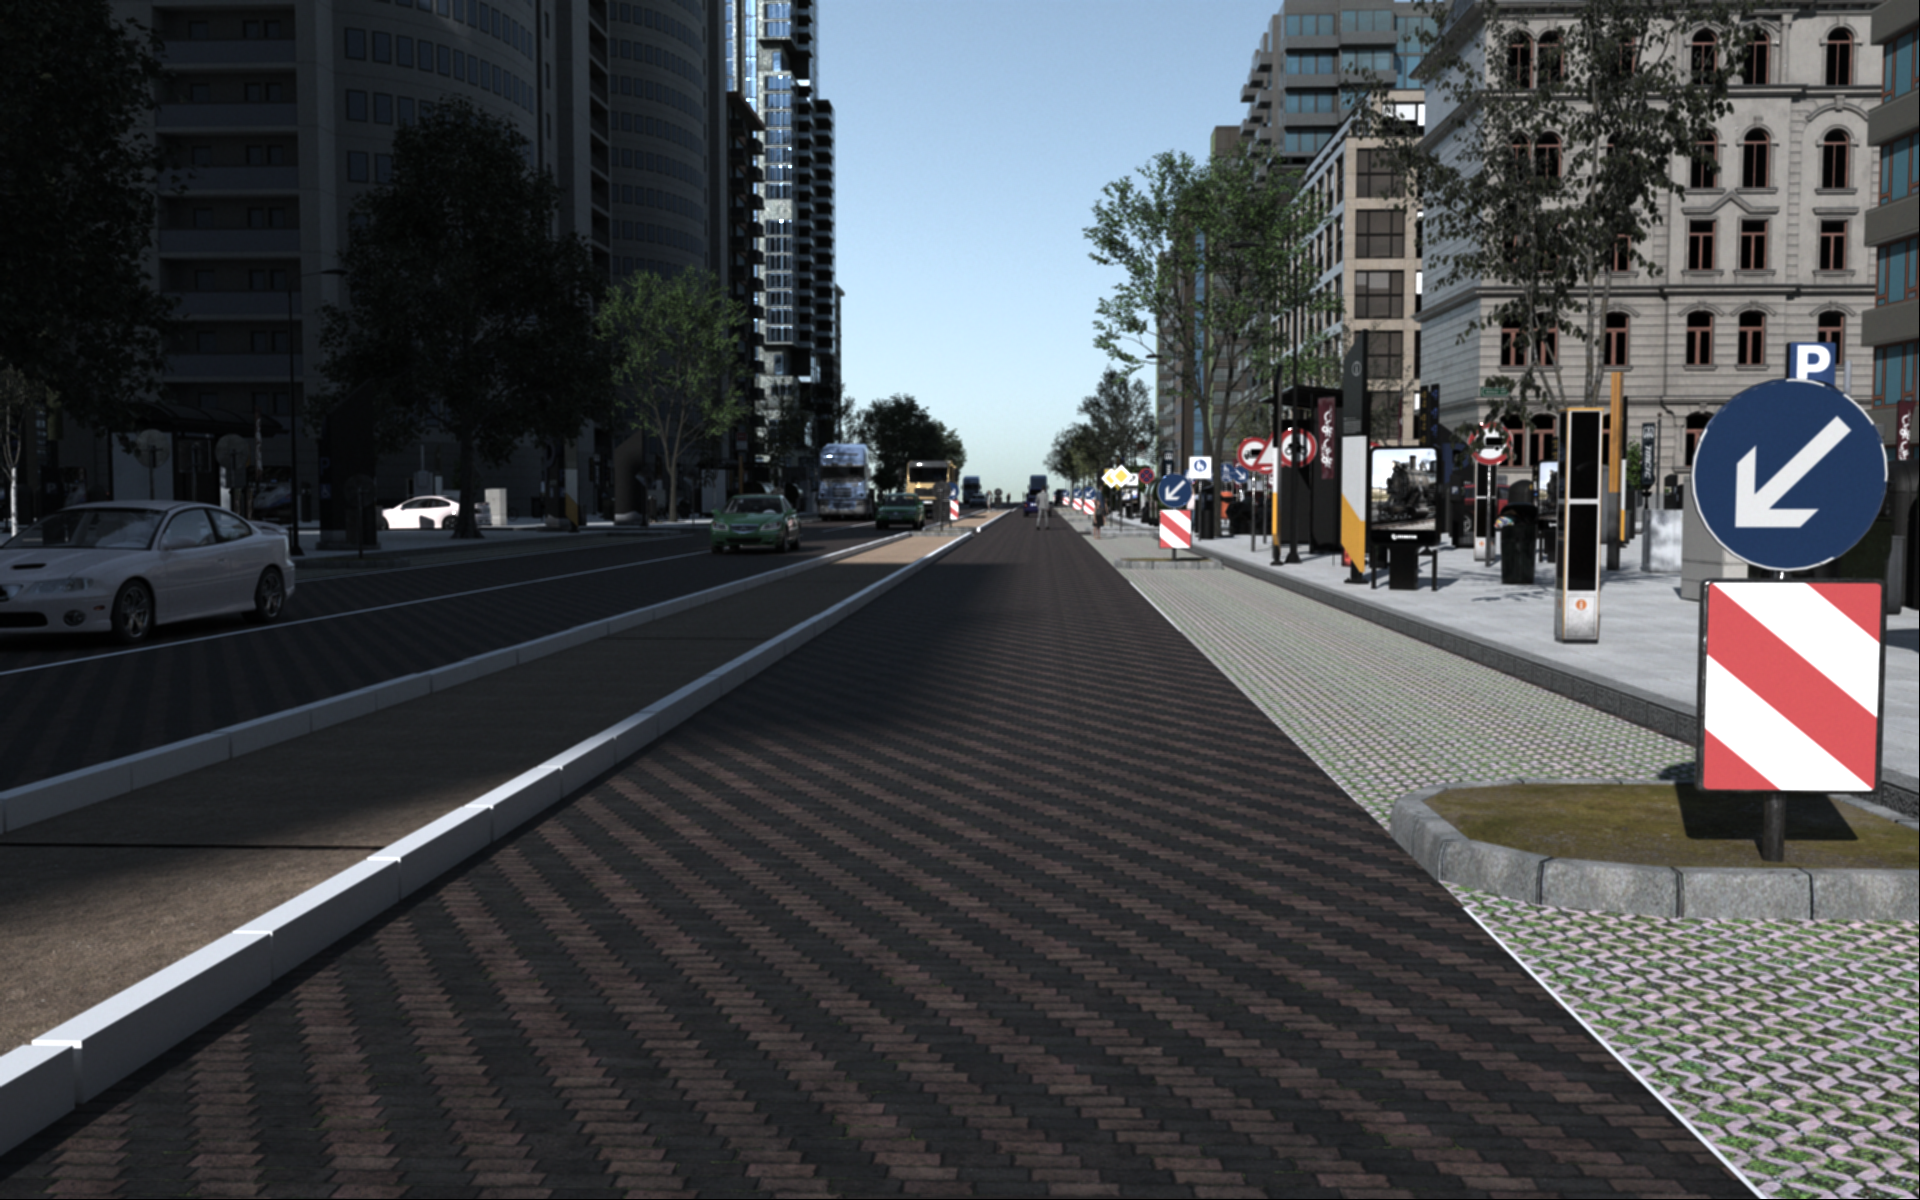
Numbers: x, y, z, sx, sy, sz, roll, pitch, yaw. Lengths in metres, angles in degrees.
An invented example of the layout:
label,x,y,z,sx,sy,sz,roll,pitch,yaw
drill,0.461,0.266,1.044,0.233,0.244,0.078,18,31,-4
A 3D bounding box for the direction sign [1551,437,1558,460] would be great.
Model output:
label,x,y,z,sx,sy,sz,roll,pitch,yaw
direction sign,23.655,-4.672,68.386,0.379,3.537,0.876,-2,4,-24

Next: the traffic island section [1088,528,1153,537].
label,x,y,z,sx,sy,sz,roll,pitch,yaw
traffic island section,5.470,-2.224,58.639,2.009,0.180,2.903,0,4,3

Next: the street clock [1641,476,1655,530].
label,x,y,z,sx,sy,sz,roll,pitch,yaw
street clock,22.674,-3.220,57.210,0.471,2.002,0.358,0,4,-7

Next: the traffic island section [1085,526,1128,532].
label,x,y,z,sx,sy,sz,roll,pitch,yaw
traffic island section,5.834,-2.712,66.616,2.009,0.180,2.903,0,4,3

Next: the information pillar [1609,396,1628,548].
label,x,y,z,sx,sy,sz,roll,pitch,yaw
information pillar,15.754,-3.065,41.471,0.183,3.616,0.504,-1,4,-22

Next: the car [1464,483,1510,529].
label,x,y,z,sx,sy,sz,roll,pitch,yaw
car,19.251,-3.251,61.832,5.304,1.827,2.281,0,4,3

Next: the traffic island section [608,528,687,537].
label,x,y,z,sx,sy,sz,roll,pitch,yaw
traffic island section,-10.755,-2.269,59.382,2.009,0.180,2.903,0,4,3

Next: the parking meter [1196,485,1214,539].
label,x,y,z,sx,sy,sz,roll,pitch,yaw
parking meter,7.018,-2.490,49.120,0.372,1.533,0.369,0,3,0

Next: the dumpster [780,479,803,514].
label,x,y,z,sx,sy,sz,roll,pitch,yaw
dumpster,-11.111,-6.748,112.827,1.502,2.255,1.985,0,4,3

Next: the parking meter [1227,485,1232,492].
label,x,y,z,sx,sy,sz,roll,pitch,yaw
parking meter,16.266,-6.065,104.873,0.255,1.863,0.399,-3,5,-43

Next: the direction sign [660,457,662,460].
label,x,y,z,sx,sy,sz,roll,pitch,yaw
direction sign,-18.118,-6.906,104.911,0.379,3.537,0.876,0,4,-1

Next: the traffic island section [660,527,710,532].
label,x,y,z,sx,sy,sz,roll,pitch,yaw
traffic island section,-10.390,-2.757,67.359,2.009,0.180,2.903,0,4,3

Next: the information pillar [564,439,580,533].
label,x,y,z,sx,sy,sz,roll,pitch,yaw
information pillar,-12.862,-4.036,57.350,0.183,3.616,0.504,3,4,36

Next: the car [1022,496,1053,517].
label,x,y,z,sx,sy,sz,roll,pitch,yaw
car,4.928,-5.970,110.185,1.945,1.354,3.894,0,4,4

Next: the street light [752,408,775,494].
label,x,y,z,sx,sy,sz,roll,pitch,yaw
street light,-10.634,-7.389,93.354,1.470,5.913,1.316,0,4,3

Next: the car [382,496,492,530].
label,x,y,z,sx,sy,sz,roll,pitch,yaw
car,-20.020,-3.214,64.904,4.827,1.381,2.083,0,4,4

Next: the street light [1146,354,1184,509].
label,x,y,z,sx,sy,sz,roll,pitch,yaw
street light,6.880,-5.211,57.737,1.470,5.913,1.316,0,4,3

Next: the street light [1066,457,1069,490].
label,x,y,z,sx,sy,sz,roll,pitch,yaw
street light,14.114,-14.993,217.668,1.470,5.913,1.316,0,4,3

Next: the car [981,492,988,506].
label,x,y,z,sx,sy,sz,roll,pitch,yaw
car,2.486,-11.762,202.532,2.015,1.641,3.980,0,4,2

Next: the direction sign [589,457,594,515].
label,x,y,z,sx,sy,sz,roll,pitch,yaw
direction sign,-22.701,-7.063,107.481,0.379,3.537,0.876,2,4,28

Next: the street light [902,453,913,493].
label,x,y,z,sx,sy,sz,roll,pitch,yaw
street light,-5.954,-13.642,195.581,1.470,5.913,1.316,0,4,3

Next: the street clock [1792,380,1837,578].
label,x,y,z,sx,sy,sz,roll,pitch,yaw
street clock,5.440,-0.405,11.188,0.471,2.002,0.358,0,4,6

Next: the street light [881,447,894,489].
label,x,y,z,sx,sy,sz,roll,pitch,yaw
street light,-7.145,-12.058,169.692,1.470,5.913,1.316,0,4,3

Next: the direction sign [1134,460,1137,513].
label,x,y,z,sx,sy,sz,roll,pitch,yaw
direction sign,11.773,-7.600,116.259,0.379,3.537,0.876,1,4,12

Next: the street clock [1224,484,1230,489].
label,x,y,z,sx,sy,sz,roll,pitch,yaw
street clock,18.335,-6.984,118.761,0.471,2.002,0.358,2,4,32

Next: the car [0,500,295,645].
label,x,y,z,sx,sy,sz,roll,pitch,yaw
car,-8.658,-0.344,17.989,2.083,1.381,4.827,0,4,4

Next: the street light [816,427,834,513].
label,x,y,z,sx,sy,sz,roll,pitch,yaw
street light,-9.404,-9.022,120.043,1.470,5.913,1.316,0,4,3

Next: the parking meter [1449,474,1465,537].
label,x,y,z,sx,sy,sz,roll,pitch,yaw
parking meter,14.744,-2.793,51.375,0.399,1.863,0.255,3,5,43

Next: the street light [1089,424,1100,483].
label,x,y,z,sx,sy,sz,roll,pitch,yaw
street light,9.454,-8.717,115.061,1.470,5.913,1.316,0,4,3

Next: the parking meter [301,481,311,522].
label,x,y,z,sx,sy,sz,roll,pitch,yaw
parking meter,-29.692,-4.462,78.667,0.399,1.863,0.255,2,4,30

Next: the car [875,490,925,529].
label,x,y,z,sx,sy,sz,roll,pitch,yaw
car,-2.443,-3.839,71.557,1.959,1.807,4.718,0,4,3

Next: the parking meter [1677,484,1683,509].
label,x,y,z,sx,sy,sz,roll,pitch,yaw
parking meter,18.328,-2.166,43.822,0.372,1.533,0.369,0,3,0

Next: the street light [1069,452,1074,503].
label,x,y,z,sx,sy,sz,roll,pitch,yaw
street light,13.030,-13.372,191.177,1.470,5.913,1.316,0,4,3

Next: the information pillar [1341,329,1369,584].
label,x,y,z,sx,sy,sz,roll,pitch,yaw
information pillar,5.658,-2.047,24.824,0.183,3.616,0.504,-1,4,-23

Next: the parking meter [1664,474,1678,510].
label,x,y,z,sx,sy,sz,roll,pitch,yaw
parking meter,20.890,-2.766,50.934,0.399,1.863,0.255,-3,5,-45

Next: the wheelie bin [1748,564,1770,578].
label,x,y,z,sx,sy,sz,roll,pitch,yaw
wheelie bin,11.211,-1.004,24.321,0.693,1.594,0.980,2,4,29

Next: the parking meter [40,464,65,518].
label,x,y,z,sx,sy,sz,roll,pitch,yaw
parking meter,-17.968,-1.750,34.326,0.399,1.863,0.255,-1,4,-23

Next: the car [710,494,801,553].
label,x,y,z,sx,sy,sz,roll,pitch,yaw
car,-5.069,-1.927,43.300,2.131,1.459,4.920,0,4,1

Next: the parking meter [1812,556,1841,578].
label,x,y,z,sx,sy,sz,roll,pitch,yaw
parking meter,7.580,-0.422,15.305,0.372,1.533,0.369,0,3,0

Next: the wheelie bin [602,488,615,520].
label,x,y,z,sx,sy,sz,roll,pitch,yaw
wheelie bin,-17.279,-4.749,85.554,0.693,1.594,0.980,2,4,35

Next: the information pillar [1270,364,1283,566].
label,x,y,z,sx,sy,sz,roll,pitch,yaw
information pillar,5.688,-2.428,31.047,0.183,3.616,0.504,1,4,19

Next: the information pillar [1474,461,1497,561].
label,x,y,z,sx,sy,sz,roll,pitch,yaw
information pillar,10.044,-1.749,33.093,0.304,2.012,0.304,3,5,41

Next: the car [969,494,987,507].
label,x,y,z,sx,sy,sz,roll,pitch,yaw
car,1.973,-10.808,188.705,2.014,1.417,4.499,0,4,3

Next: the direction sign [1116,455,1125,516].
label,x,y,z,sx,sy,sz,roll,pitch,yaw
direction sign,9.365,-6.676,101.146,0.379,3.537,0.876,-2,4,-26

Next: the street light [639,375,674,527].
label,x,y,z,sx,sy,sz,roll,pitch,yaw
street light,-11.827,-5.812,67.566,1.470,5.913,1.316,0,4,3

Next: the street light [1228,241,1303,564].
label,x,y,z,sx,sy,sz,roll,pitch,yaw
street light,5.630,-3.634,31.952,1.470,5.913,1.316,0,4,3

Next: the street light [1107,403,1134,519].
label,x,y,z,sx,sy,sz,roll,pitch,yaw
street light,8.235,-7.104,88.691,1.470,5.913,1.316,0,4,3

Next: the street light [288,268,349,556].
label,x,y,z,sx,sy,sz,roll,pitch,yaw
street light,-13.276,-3.871,35.828,1.470,5.913,1.316,0,4,3

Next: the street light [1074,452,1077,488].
label,x,y,z,sx,sy,sz,roll,pitch,yaw
street light,11.844,-11.795,165.389,1.470,5.913,1.316,0,4,3

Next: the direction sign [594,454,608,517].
label,x,y,z,sx,sy,sz,roll,pitch,yaw
direction sign,-20.317,-6.529,98.750,0.379,3.537,0.876,-3,5,-41

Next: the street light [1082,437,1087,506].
label,x,y,z,sx,sy,sz,roll,pitch,yaw
street light,10.624,-10.294,140.849,1.470,5.913,1.316,0,4,3

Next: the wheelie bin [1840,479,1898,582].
label,x,y,z,sx,sy,sz,roll,pitch,yaw
wheelie bin,8.486,-0.526,16.502,0.693,1.594,0.980,1,4,12

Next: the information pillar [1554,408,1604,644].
label,x,y,z,sx,sy,sz,roll,pitch,yaw
information pillar,5.324,-0.637,14.911,0.304,2.012,0.304,0,4,5

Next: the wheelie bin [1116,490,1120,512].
label,x,y,z,sx,sy,sz,roll,pitch,yaw
wheelie bin,11.766,-7.191,125.487,0.980,1.594,0.693,1,4,13
